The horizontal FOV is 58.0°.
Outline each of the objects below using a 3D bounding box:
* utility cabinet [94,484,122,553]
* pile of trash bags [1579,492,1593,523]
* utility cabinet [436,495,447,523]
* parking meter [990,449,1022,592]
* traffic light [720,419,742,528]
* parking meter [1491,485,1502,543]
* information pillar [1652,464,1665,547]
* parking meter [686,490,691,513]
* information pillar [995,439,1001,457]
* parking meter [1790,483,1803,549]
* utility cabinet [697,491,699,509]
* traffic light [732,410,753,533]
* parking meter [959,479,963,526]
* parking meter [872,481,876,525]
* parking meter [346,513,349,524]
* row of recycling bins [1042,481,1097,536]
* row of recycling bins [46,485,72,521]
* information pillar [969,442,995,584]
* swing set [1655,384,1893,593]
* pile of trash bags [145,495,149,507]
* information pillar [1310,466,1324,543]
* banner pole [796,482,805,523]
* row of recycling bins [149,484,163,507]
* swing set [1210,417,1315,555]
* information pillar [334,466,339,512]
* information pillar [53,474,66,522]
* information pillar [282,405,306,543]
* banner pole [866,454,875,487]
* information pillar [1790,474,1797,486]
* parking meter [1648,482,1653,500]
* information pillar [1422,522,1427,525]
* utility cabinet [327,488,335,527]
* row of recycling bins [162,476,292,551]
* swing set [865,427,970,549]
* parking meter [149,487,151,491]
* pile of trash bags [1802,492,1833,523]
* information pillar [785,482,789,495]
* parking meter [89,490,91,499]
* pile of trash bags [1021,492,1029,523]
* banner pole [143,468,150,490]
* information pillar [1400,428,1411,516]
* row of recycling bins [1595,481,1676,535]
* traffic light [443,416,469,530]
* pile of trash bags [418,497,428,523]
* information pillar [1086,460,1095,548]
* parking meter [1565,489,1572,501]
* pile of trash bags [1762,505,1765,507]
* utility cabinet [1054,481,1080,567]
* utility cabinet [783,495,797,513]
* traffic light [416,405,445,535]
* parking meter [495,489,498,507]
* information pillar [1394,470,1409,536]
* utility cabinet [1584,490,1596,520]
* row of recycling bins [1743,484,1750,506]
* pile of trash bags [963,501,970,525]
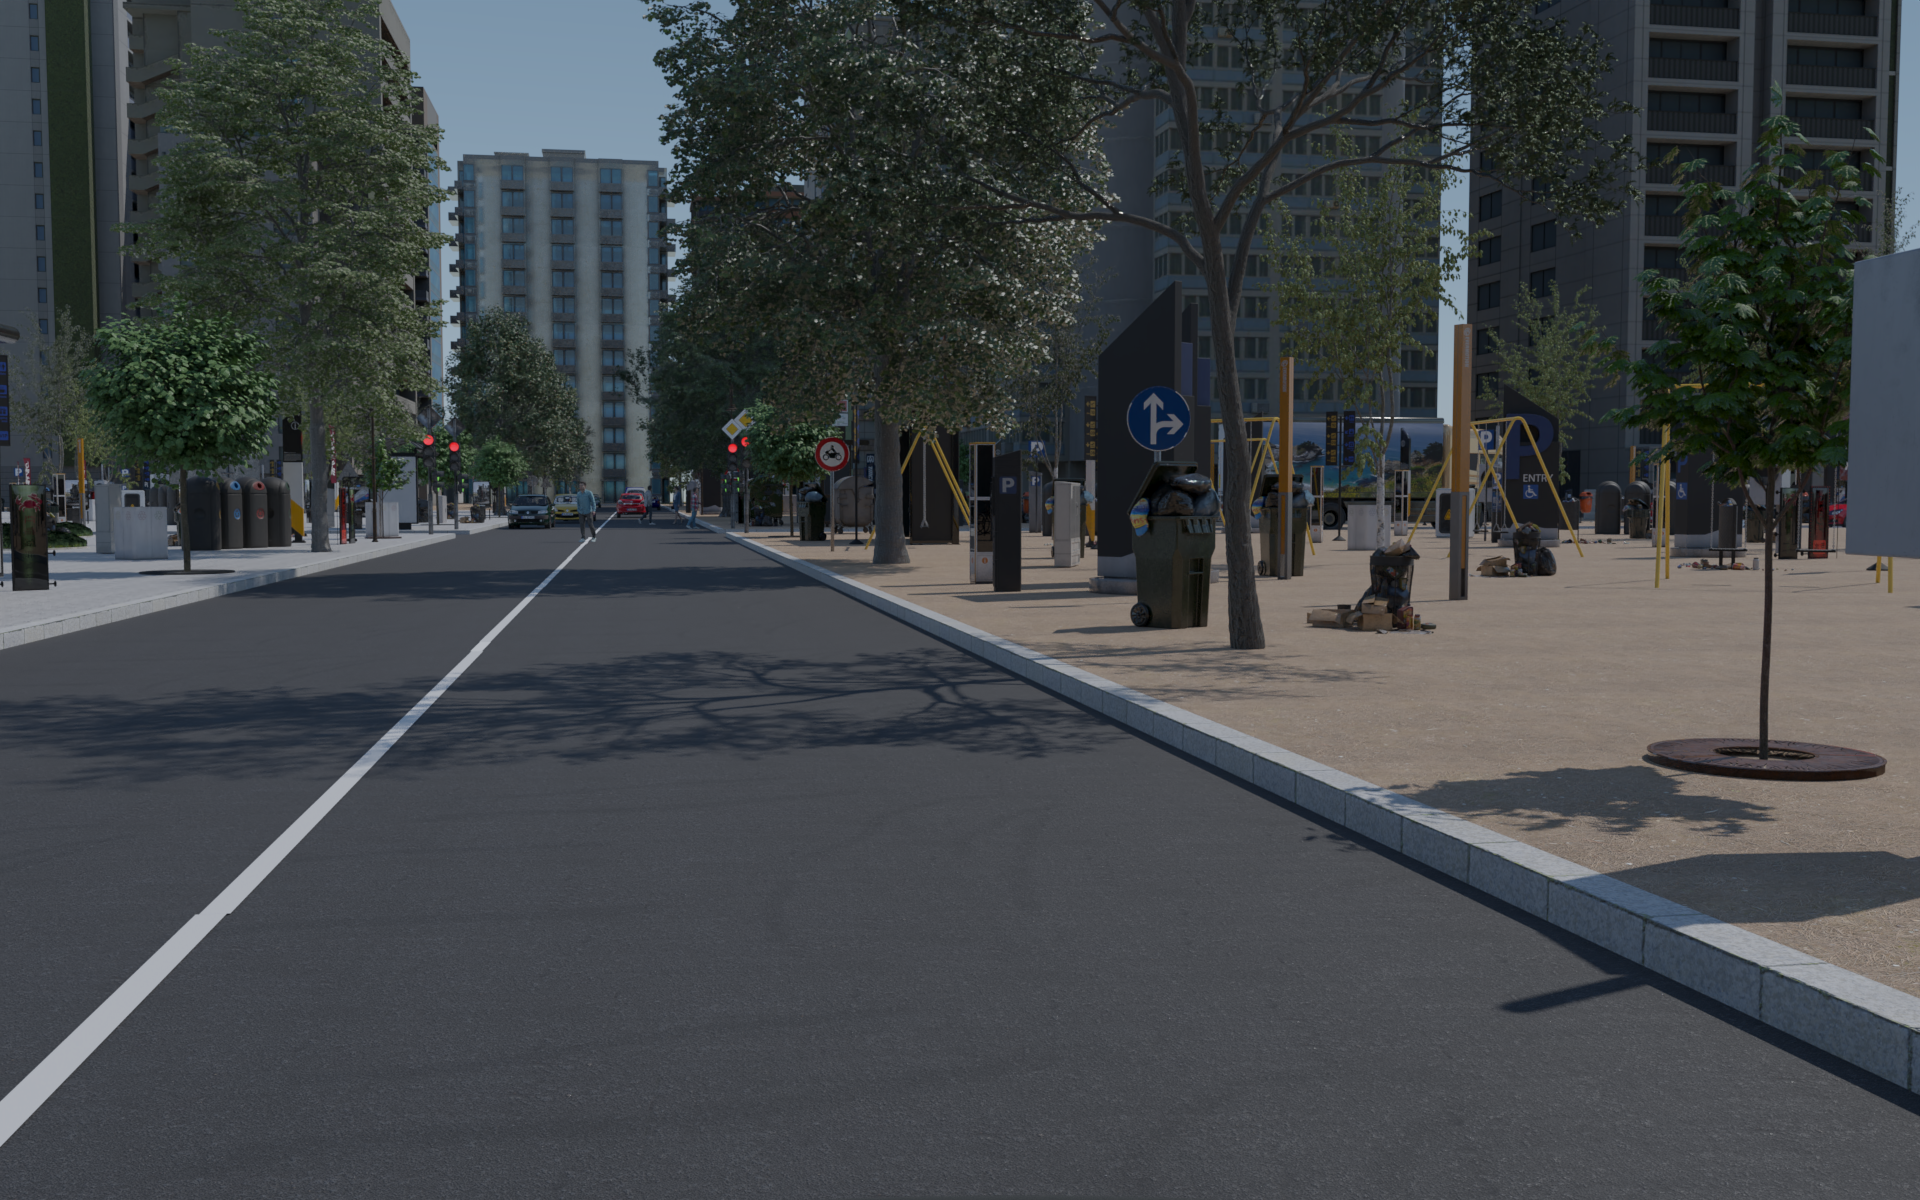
[{"bbox_3d":[-18.473,-1.766,37.560,0.318,1.500,1.173,-1,4,-15],"label":"utility cabinet"},{"bbox_3d":[26.560,-4.075,76.373,3.447,1.369,1.912,-2,4,-27],"label":"pile of trash bags"},{"bbox_3d":[-22.936,-4.004,76.630,0.306,1.237,1.020,0,4,-7],"label":"utility cabinet"},{"bbox_3d":[0.602,-1.045,22.789,0.399,1.863,0.255,0,4,-5],"label":"parking meter"},{"bbox_3d":[-8.490,-4.621,64.481,0.839,4.253,0.868,-1,4,-11],"label":"traffic light"},{"bbox_3d":[14.180,-2.271,45.537,0.372,1.533,0.369,0,3,0],"label":"parking meter"},{"bbox_3d":[16.910,-2.281,41.782,0.304,2.012,0.304,0,4,4],"label":"information pillar"},{"bbox_3d":[-18.287,-6.620,116.648,0.372,1.533,0.369,0,3,0],"label":"parking meter"},{"bbox_3d":[1.537,-5.052,73.958,0.504,3.616,0.183,-1,4,-14],"label":"information pillar"},{"bbox_3d":[19.430,-1.956,40.386,0.372,1.533,0.369,0,3,0],"label":"parking meter"},{"bbox_3d":[-20.389,-7.780,135.877,0.318,1.500,1.173,1,4,23],"label":"utility cabinet"},{"bbox_3d":[-7.015,-4.141,56.632,0.839,4.253,0.868,-1,4,-11],"label":"traffic light"},{"bbox_3d":[-0.080,-3.883,69.192,0.255,1.863,0.399,3,5,41],"label":"parking meter"},{"bbox_3d":[-3.468,-4.069,72.232,0.399,1.863,0.255,1,4,15],"label":"parking meter"},{"bbox_3d":[-26.736,-4.097,75.402,0.372,1.533,0.369,0,3,0],"label":"parking meter"},{"bbox_3d":[4.100,-2.833,53.437,3.534,1.692,1.069,-2,4,-34],"label":"row of recycling bins"},{"bbox_3d":[-42.865,-4.542,81.380,1.069,1.692,3.534,1,4,11],"label":"row of recycling bins"},{"bbox_3d":[0.317,-1.238,24.739,0.304,2.012,0.304,-1,4,-15],"label":"information pillar"},{"bbox_3d":[11.280,-1.632,24.306,3.119,2.851,2.862,2,4,25],"label":"swing set"},{"bbox_3d":[-54.110,-6.422,114.758,3.447,1.369,1.912,0,4,-5],"label":"pile of trash bags"},{"bbox_3d":[9.354,-2.502,45.404,0.304,2.012,0.304,1,4,21],"label":"information pillar"},{"bbox_3d":[-7.085,-5.235,75.606,0.401,3.779,0.863,-1,4,-11],"label":"banner pole"},{"bbox_3d":[-32.632,-3.973,72.064,3.534,1.692,1.069,3,5,39],"label":"row of recycling bins"},{"bbox_3d":[5.536,-2.361,36.220,2.862,2.851,3.119,-3,5,-44],"label":"swing set"},{"bbox_3d":[-44.213,-8.041,122.829,0.183,3.616,0.504,0,4,7],"label":"information pillar"},{"bbox_3d":[-32.539,-3.553,62.585,0.304,2.012,0.304,3,4,36],"label":"information pillar"},{"bbox_3d":[-17.445,-3.302,45.350,0.504,3.616,0.183,-1,4,-9],"label":"information pillar"},{"bbox_3d":[-4.723,-6.385,94.409,0.863,3.779,0.401,1,4,10],"label":"banner pole"},{"bbox_3d":[21.285,-2.452,44.583,0.304,2.012,0.304,-1,4,-14],"label":"information pillar"},{"bbox_3d":[34.130,-4.875,85.410,0.399,1.863,0.255,1,4,21],"label":"parking meter"},{"bbox_3d":[19.047,-4.864,70.889,0.183,3.616,0.504,1,4,15],"label":"information pillar"},{"bbox_3d":[-24.316,-3.546,66.650,0.318,1.500,1.173,-2,4,-29],"label":"utility cabinet"},{"bbox_3d":[-17.061,-2.060,40.791,1.069,1.692,3.534,1,4,13],"label":"row of recycling bins"},{"bbox_3d":[-0.856,-2.690,41.598,2.862,2.851,3.119,0,4,-3],"label":"swing set"},{"bbox_3d":[-59.251,-7.420,127.027,0.255,1.863,0.399,1,4,15],"label":"parking meter"},{"bbox_3d":[37.818,-4.067,76.246,1.912,1.369,3.447,0,4,-4],"label":"pile of trash bags"},{"bbox_3d":[-12.852,-8.418,128.993,0.183,3.616,0.504,-3,5,-41],"label":"information pillar"},{"bbox_3d":[-48.417,-5.386,96.466,0.372,1.533,0.369,0,3,0],"label":"parking meter"},{"bbox_3d":[2.685,-4.050,75.963,1.912,1.369,3.447,-1,4,-10],"label":"pile of trash bags"},{"bbox_3d":[-55.886,-7.908,119.310,0.863,3.779,0.401,-3,4,-38],"label":"banner pole"},{"bbox_3d":[15.642,-4.253,60.890,0.183,3.616,0.504,-2,4,-25],"label":"information pillar"},{"bbox_3d":[21.978,-2.922,54.885,3.534,1.692,1.069,2,4,28],"label":"row of recycling bins"},{"bbox_3d":[-18.228,-4.509,62.641,0.839,4.253,0.868,-1,4,-11],"label":"traffic light"},{"bbox_3d":[-24.690,-4.129,77.267,1.912,1.369,3.447,-1,4,-15],"label":"pile of trash bags"},{"bbox_3d":[3.140,-3.075,41.626,0.183,3.616,0.504,-1,4,-13],"label":"information pillar"},{"bbox_3d":[30.862,-4.861,87.882,0.372,1.533,0.369,0,3,0],"label":"parking meter"},{"bbox_3d":[34.566,-4.093,76.678,1.912,1.369,3.447,3,5,40],"label":"pile of trash bags"},{"bbox_3d":[1.912,-1.342,30.624,0.318,1.500,1.173,1,4,12],"label":"utility cabinet"},{"bbox_3d":[-11.679,-6.576,118.676,1.020,1.237,0.306,-2,4,-24],"label":"utility cabinet"},{"bbox_3d":[-16.753,-4.029,54.792,0.839,4.253,0.868,-1,4,-11],"label":"traffic light"},{"bbox_3d":[-35.494,-7.795,133.159,0.399,1.863,0.255,-2,4,-28],"label":"parking meter"},{"bbox_3d":[13.525,-2.972,53.087,0.304,2.012,0.304,-3,5,-42],"label":"information pillar"},{"bbox_3d":[31.425,-4.696,85.458,1.173,1.500,0.318,2,4,35],"label":"utility cabinet"},{"bbox_3d":[33.240,-4.035,73.082,1.069,1.692,3.534,2,4,28],"label":"row of recycling bins"},{"bbox_3d":[-1.339,-3.805,71.957,3.447,1.369,1.912,0,4,-6],"label":"pile of trash bags"}]
